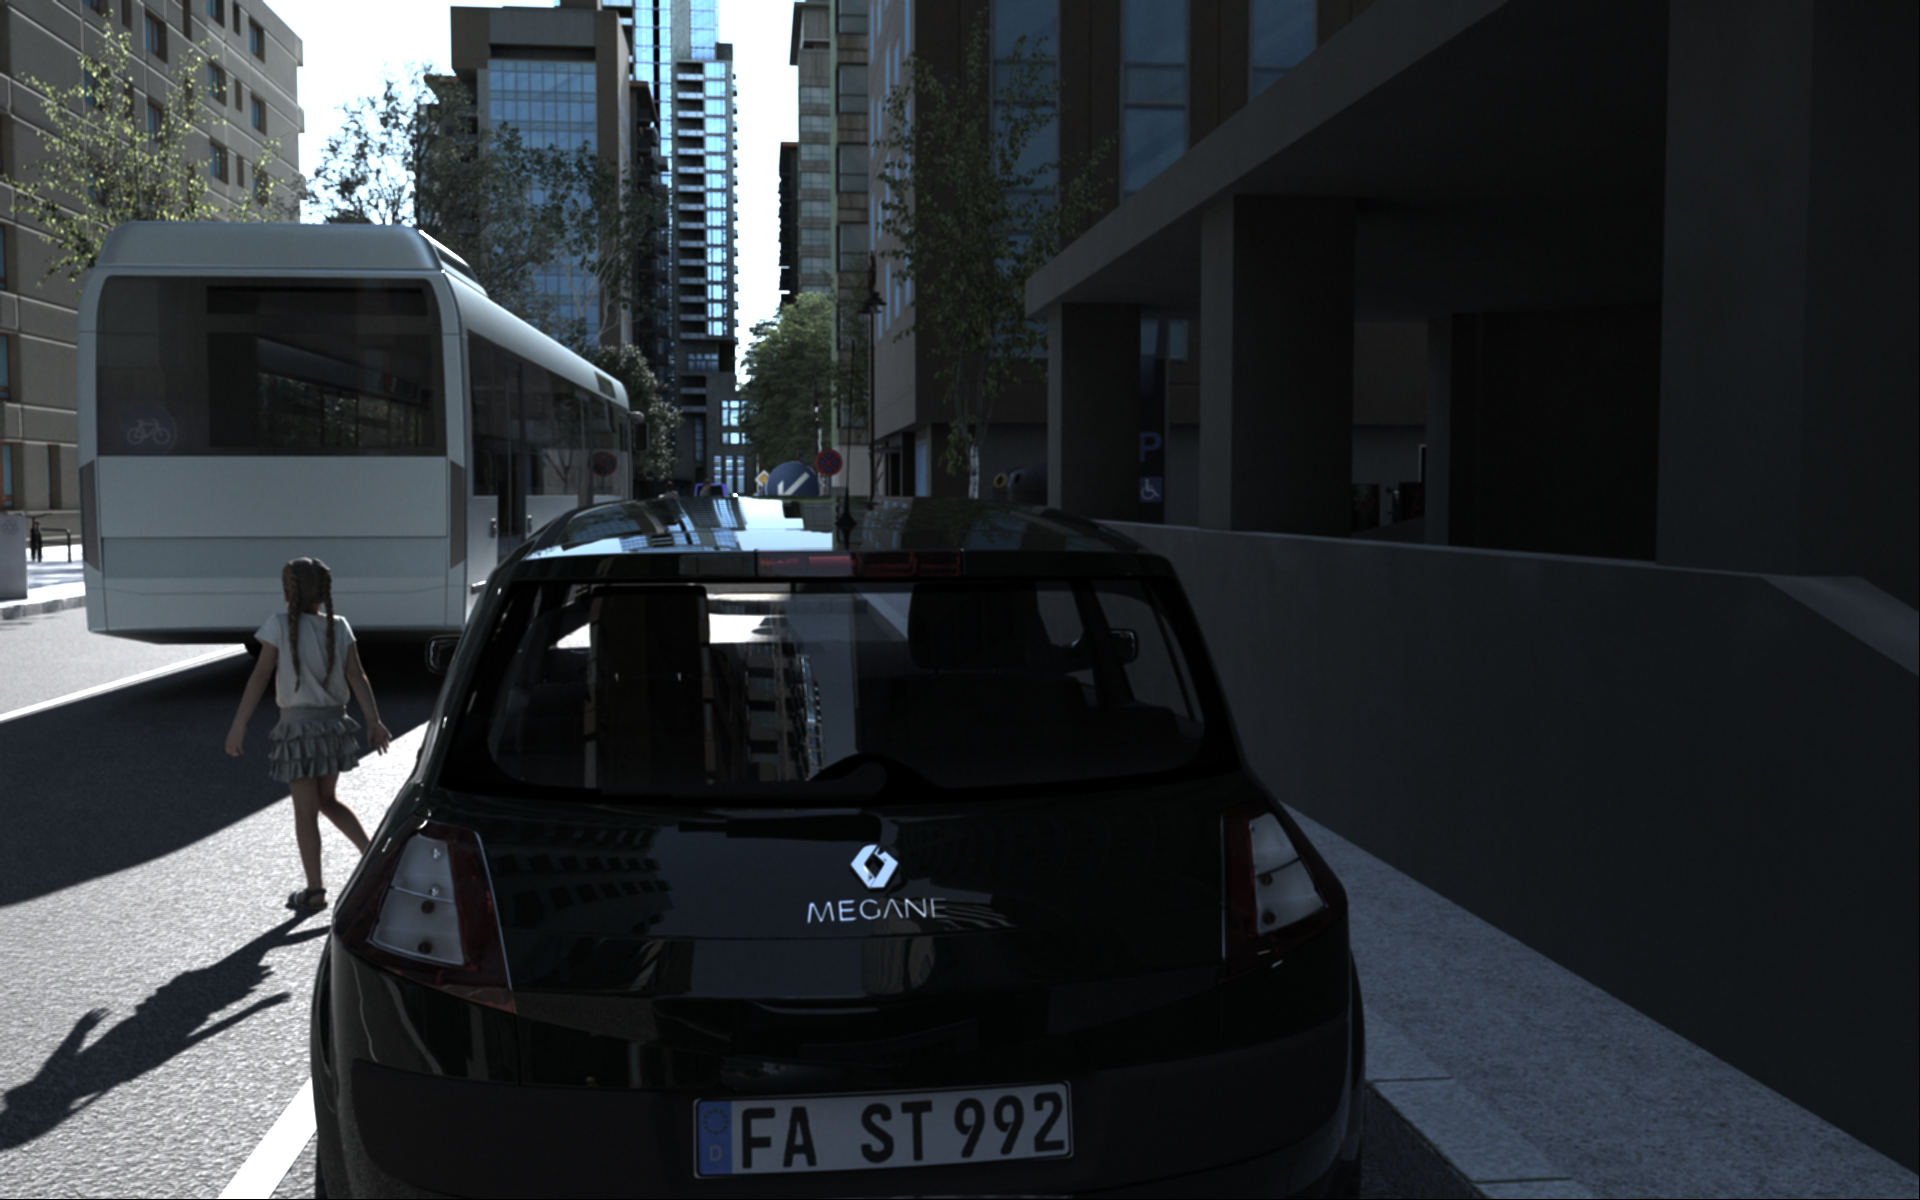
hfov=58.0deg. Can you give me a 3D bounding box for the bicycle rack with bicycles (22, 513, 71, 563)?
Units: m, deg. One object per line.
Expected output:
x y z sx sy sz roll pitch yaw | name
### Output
-17.925 -1.155 32.267 2.852 0.926 2.925 -3 5 -43 | bicycle rack with bicycles

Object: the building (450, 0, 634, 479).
-37.534 -31.084 158.341 14.600 45.320 14.200 0 4 -7 | building

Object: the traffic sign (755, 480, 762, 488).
-8.900 -4.578 78.498 0.795 2.450 0.064 0 4 -7 | traffic sign

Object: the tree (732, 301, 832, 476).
-10.280 -12.594 112.565 9.857 13.997 8.962 0 3 0 | tree

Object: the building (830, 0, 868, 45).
2.226 -23.193 62.795 14.154 41.232 14.086 0 4 -7 | building

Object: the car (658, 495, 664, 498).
-20.295 -6.613 120.488 2.083 1.381 4.827 0 4 -5 | car

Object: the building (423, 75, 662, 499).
-42.677 -32.106 179.558 22.147 44.769 28.867 0 4 -7 | building

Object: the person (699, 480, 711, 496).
-6.749 -2.287 46.014 0.853 1.813 0.709 -1 4 -15 | person

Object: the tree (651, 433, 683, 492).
-33.937 -15.229 199.357 4.737 8.622 4.395 0 3 0 | tree

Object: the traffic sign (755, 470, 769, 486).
-7.970 -4.093 70.567 0.795 2.450 0.064 0 4 -7 | traffic sign

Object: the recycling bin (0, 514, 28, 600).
-11.883 -0.530 21.226 0.722 1.027 0.722 -2 4 -35 | recycling bin

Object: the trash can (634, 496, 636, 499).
-28.037 -8.362 148.377 0.748 1.137 0.748 0 3 0 | trash can

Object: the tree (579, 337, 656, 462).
-22.084 -10.353 103.691 8.767 10.594 7.601 1 4 14 | tree

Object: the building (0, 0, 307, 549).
-37.720 -12.596 50.976 28.899 21.520 27.650 0 4 -7 | building

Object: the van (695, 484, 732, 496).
-14.851 -6.079 103.773 2.240 2.365 5.245 0 4 -5 | van

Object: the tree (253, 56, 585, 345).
-15.334 -8.423 48.093 12.009 13.543 11.850 0 3 0 | tree

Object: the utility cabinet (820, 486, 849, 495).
-3.724 -2.560 50.531 0.318 1.500 1.173 2 4 34 | utility cabinet

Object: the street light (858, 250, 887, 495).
-1.669 -3.685 33.034 0.468 5.910 1.993 0 4 -7 | street light

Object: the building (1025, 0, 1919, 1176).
17.162 -19.418 9.367 32.217 40.220 23.993 0 4 -7 | building

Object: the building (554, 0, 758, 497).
-44.505 -57.018 244.912 31.000 86.520 22.319 0 4 -7 | building

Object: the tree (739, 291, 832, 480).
-8.640 -10.963 97.371 7.486 12.596 7.792 0 3 0 | tree

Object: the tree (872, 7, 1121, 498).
0.403 -4.712 27.399 4.737 8.622 4.395 0 3 0 | tree

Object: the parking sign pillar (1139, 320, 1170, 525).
2.662 -2.173 23.995 1.447 3.967 1.447 1 4 9 | parking sign pillar

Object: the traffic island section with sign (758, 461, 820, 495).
-2.206 -0.797 21.651 1.989 1.847 2.006 0 4 -7 | traffic island section with sign

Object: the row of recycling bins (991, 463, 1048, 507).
1.045 -1.047 24.233 1.069 1.692 3.534 0 4 -4 | row of recycling bins

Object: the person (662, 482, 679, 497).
-8.172 -2.458 49.041 0.532 1.782 0.716 3 5 44 | person

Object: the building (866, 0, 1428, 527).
5.149 -23.893 40.759 14.600 45.320 14.200 0 4 -7 | building

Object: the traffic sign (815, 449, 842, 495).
-3.712 -2.991 49.003 0.768 2.556 0.104 0 4 -6 | traffic sign

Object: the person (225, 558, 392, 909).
-2.233 0.464 5.937 0.382 1.210 0.505 3 5 43 | person

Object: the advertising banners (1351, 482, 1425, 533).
5.918 -1.614 22.585 2.074 3.025 0.090 -1 4 -16 | advertising banners

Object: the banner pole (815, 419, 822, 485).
-4.724 -4.155 57.958 0.401 3.779 0.863 -1 4 -18 | banner pole

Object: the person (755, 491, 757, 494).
-18.789 -9.124 158.205 0.750 1.759 0.617 1 4 14 | person

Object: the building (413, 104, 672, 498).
-51.267 -36.300 213.113 30.456 49.044 23.786 0 4 -7 | building

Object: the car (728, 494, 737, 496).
-18.805 -8.074 140.812 1.959 1.807 4.718 0 4 -8 | car

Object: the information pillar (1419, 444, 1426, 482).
7.012 -1.296 25.679 0.304 2.012 0.304 -3 4 -36 | information pillar

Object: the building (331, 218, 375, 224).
-86.333 -33.880 245.814 23.993 40.220 32.217 0 4 -7 | building

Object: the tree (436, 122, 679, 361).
-20.830 -14.239 88.701 12.611 20.169 13.585 0 3 0 | tree

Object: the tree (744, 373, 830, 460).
-11.717 -11.658 125.016 8.767 10.594 7.601 0 4 7 | tree

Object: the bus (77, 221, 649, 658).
-5.285 -1.437 18.353 2.948 3.499 13.247 0 4 -5 | bus

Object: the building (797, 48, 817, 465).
-8.236 -29.362 163.670 14.154 41.232 14.086 0 4 -7 | building

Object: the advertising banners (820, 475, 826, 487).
-11.222 -8.367 132.983 2.074 3.025 0.090 0 4 -4 | advertising banners

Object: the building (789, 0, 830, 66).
-3.509 -36.467 185.480 28.713 52.752 27.495 0 4 -7 | building

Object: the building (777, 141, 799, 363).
-11.210 -34.164 213.210 22.147 44.769 28.867 0 4 -7 | building

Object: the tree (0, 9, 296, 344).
-12.812 -4.719 27.526 4.360 8.622 3.978 0 3 0 | tree

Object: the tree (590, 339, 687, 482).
-25.197 -12.964 128.970 9.611 12.733 9.660 0 3 0 | tree

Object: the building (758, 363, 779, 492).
-15.000 -24.950 252.973 28.899 21.520 27.650 0 4 -7 | building

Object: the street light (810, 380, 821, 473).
-5.848 -5.966 70.327 0.468 5.910 1.993 0 4 -7 | street light

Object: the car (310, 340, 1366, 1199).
-0.397 0.331 4.380 2.009 1.686 4.222 -1 4 -8 | car

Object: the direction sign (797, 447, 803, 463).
-7.769 -5.631 84.071 0.379 3.537 0.876 -1 4 -23 | direction sign
